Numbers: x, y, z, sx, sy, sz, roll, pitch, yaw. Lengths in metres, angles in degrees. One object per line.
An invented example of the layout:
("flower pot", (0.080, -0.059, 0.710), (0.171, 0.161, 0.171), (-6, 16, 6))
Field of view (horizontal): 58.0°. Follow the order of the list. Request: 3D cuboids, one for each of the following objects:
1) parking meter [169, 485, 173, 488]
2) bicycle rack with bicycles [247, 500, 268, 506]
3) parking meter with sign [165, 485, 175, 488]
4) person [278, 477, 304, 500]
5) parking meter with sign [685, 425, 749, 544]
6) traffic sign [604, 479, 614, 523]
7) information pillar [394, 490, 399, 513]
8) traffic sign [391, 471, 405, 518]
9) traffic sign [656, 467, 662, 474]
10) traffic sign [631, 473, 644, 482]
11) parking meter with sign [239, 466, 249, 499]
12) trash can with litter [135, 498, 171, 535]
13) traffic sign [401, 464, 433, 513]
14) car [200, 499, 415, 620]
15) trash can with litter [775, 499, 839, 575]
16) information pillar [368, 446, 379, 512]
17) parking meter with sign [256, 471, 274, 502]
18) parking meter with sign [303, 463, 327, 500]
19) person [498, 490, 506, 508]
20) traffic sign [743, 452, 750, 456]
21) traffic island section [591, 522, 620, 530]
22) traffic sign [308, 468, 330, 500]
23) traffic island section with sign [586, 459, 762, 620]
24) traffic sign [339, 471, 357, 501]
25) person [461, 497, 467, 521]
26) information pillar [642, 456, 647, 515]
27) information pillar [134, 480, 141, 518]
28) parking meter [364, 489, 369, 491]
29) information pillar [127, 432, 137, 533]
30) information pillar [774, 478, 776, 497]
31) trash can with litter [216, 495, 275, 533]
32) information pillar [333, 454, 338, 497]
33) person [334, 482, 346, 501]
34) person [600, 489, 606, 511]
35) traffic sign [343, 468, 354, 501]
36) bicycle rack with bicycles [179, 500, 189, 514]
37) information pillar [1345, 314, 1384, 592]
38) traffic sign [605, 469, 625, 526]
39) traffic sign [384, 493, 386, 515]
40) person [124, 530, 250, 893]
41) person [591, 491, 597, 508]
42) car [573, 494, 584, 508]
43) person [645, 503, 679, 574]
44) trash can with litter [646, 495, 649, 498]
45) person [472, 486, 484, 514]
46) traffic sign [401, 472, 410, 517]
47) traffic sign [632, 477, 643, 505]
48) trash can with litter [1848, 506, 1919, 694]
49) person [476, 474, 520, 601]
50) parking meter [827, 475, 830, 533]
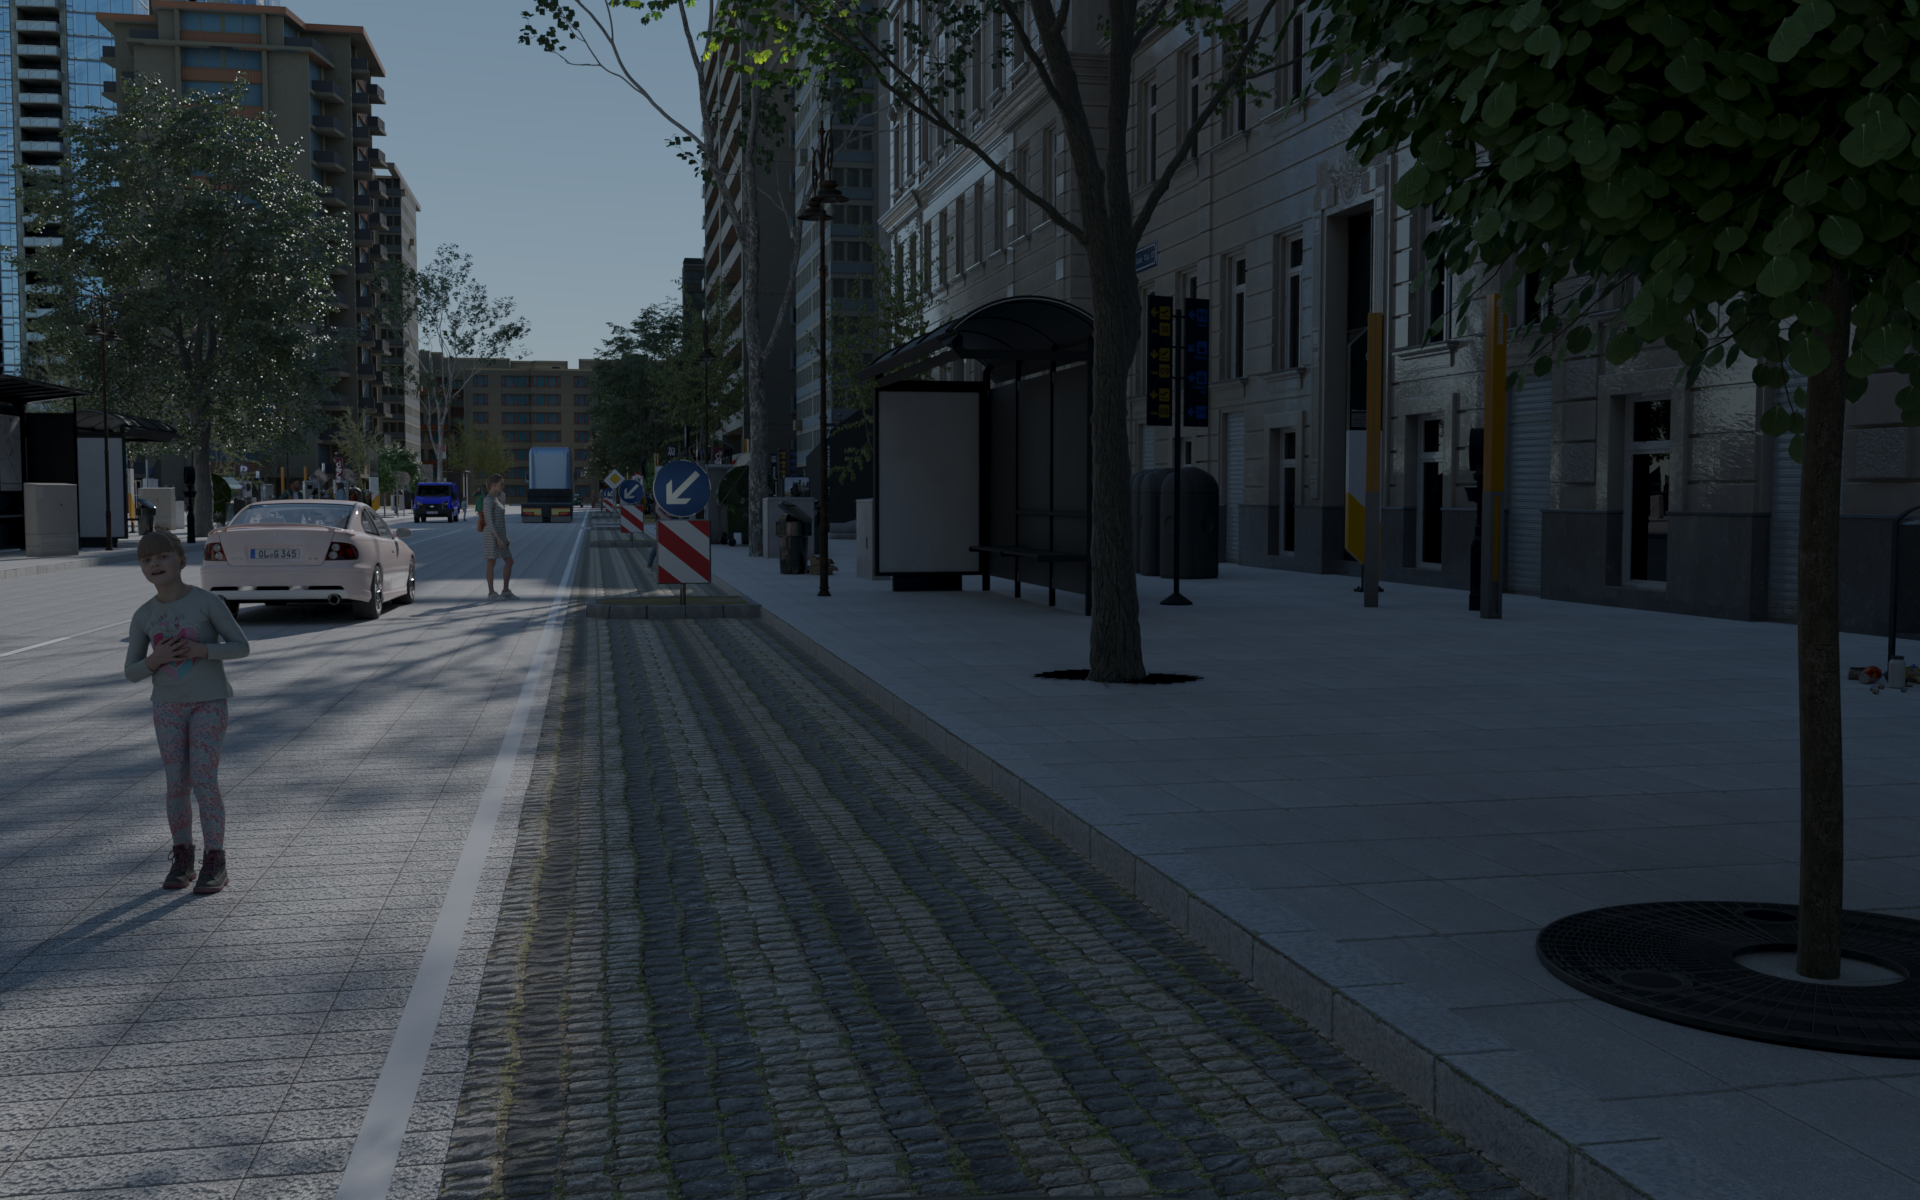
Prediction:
("parking meter", (-52.750, -6.735, 115.828), (0.255, 1.863, 0.399), (-1, 4, -19))
("bicycle rack with bicycles", (-41.128, -5.334, 100.591), (2.925, 0.926, 2.852), (0, 4, 8))
("parking meter with sign", (-63.481, -8.741, 139.179), (1.738, 3.016, 0.543), (-1, 4, -10))
("person", (-15.141, -1.896, 39.491), (0.794, 1.824, 0.713), (-3, 4, -38))
("parking meter with sign", (-6.120, -2.933, 44.214), (1.738, 3.016, 0.543), (-1, 4, -13))
("traffic sign", (-15.405, -4.482, 76.915), (0.795, 2.450, 0.064), (-1, 4, -12))
("information pillar", (-37.657, -6.803, 115.726), (0.304, 2.012, 0.304), (-1, 4, -8))
("traffic sign", (-30.744, -5.783, 94.650), (0.768, 2.556, 0.104), (-1, 4, -9))
("traffic sign", (-10.809, -3.737, 63.227), (0.606, 2.300, 0.079), (-1, 4, -10))
("traffic sign", (-19.244, -6.317, 103.386), (0.768, 2.556, 0.104), (0, 4, -6))
("parking meter with sign", (-43.717, -6.672, 105.340), (0.543, 3.016, 1.738), (-1, 4, -10))
("trash can with litter", (-25.070, -2.597, 53.852), (1.055, 1.170, 0.624), (0, 4, 6))
("traffic sign", (-37.358, -7.652, 118.977), (2.265, 3.308, 0.079), (0, 4, -5))
("car", (-7.802, -0.529, 21.008), (2.083, 1.381, 4.827), (-1, 4, -10))
("trash can with litter", (-2.433, -0.998, 27.702), (1.055, 1.170, 0.624), (2, 4, 26))
("information pillar", (-28.730, -5.719, 84.855), (0.183, 3.616, 0.504), (3, 4, 36))
("parking meter with sign", (-52.252, -8.235, 130.896), (0.543, 3.016, 1.738), (3, 4, 37))
("parking meter with sign", (-36.389, -6.157, 96.923), (1.738, 3.016, 0.543), (-3, 4, -38))
("person", (-37.318, -8.093, 141.019), (0.583, 1.804, 0.606), (1, 4, 16))
("traffic sign", (-6.484, -3.235, 53.005), (0.768, 2.556, 0.104), (0, 4, -5))
("traffic island section", (-15.383, -3.347, 76.997), (2.009, 0.180, 2.903), (-1, 4, -12))
("traffic sign", (-24.706, -3.864, 66.812), (0.795, 2.450, 0.064), (-1, 4, -12))
("traffic island section with sign", (-3.447, -0.734, 20.631), (1.989, 1.847, 2.006), (-1, 4, -12))
("traffic sign", (-26.361, -4.341, 74.624), (0.795, 2.450, 0.064), (-1, 4, -12))
("person", (-26.276, -4.840, 91.912), (0.425, 1.301, 0.394), (1, 4, 21))
("information pillar", (-19.605, -7.089, 107.266), (0.183, 3.616, 0.504), (1, 4, 11))
("information pillar", (-44.400, -5.444, 93.493), (0.304, 2.012, 0.304), (3, 4, 37))
("parking meter", (-29.393, -4.742, 85.943), (0.372, 1.533, 0.369), (0, 3, 0))
("information pillar", (-27.114, -3.993, 56.638), (0.183, 3.616, 0.504), (-1, 4, -14))
("information pillar", (-8.797, -4.683, 81.056), (0.304, 2.012, 0.304), (-3, 4, -39))
("trash can with litter", (-23.433, -2.719, 55.511), (1.678, 1.210, 2.233), (1, 4, 22))
("information pillar", (-36.061, -6.651, 100.098), (0.183, 3.616, 0.504), (0, 4, 7))
("person", (-18.544, -2.639, 51.904), (0.793, 1.790, 0.793), (3, 5, 43))
("person", (-27.789, -7.718, 134.869), (0.537, 1.800, 0.526), (-3, 5, -44))
("traffic sign", (-30.539, -5.263, 86.150), (0.768, 2.556, 0.104), (0, 4, -3))
("bicycle rack with bicycles", (-50.711, -5.939, 110.491), (2.925, 0.926, 2.852), (2, 4, 28))
("information pillar", (5.285, -1.911, 22.597), (0.504, 3.616, 0.183), (-1, 4, -14))
("traffic sign", (-13.750, -4.004, 69.103), (0.795, 2.450, 0.064), (-1, 4, -12))
("traffic sign", (-35.609, -6.549, 107.184), (0.768, 2.556, 0.104), (0, 4, -6))
("person", (-2.808, 0.396, 6.303), (0.425, 1.301, 0.394), (-1, 4, -22))
("person", (-36.380, -9.974, 172.123), (0.434, 1.755, 0.990), (-3, 5, -40))
("car", (-41.335, -10.632, 185.624), (2.131, 1.459, 4.920), (-1, 4, -11))
("person", (-5.257, -1.324, 30.734), (0.643, 1.750, 0.593), (1, 4, 22))
("trash can with litter", (-24.079, -7.345, 131.153), (2.233, 1.210, 1.678), (-3, 5, -44))
("person", (-22.741, -4.484, 82.055), (0.600, 1.795, 0.529), (1, 4, 12))
("traffic sign", (-31.571, -6.005, 98.281), (0.768, 2.556, 0.104), (-1, 4, -10))
("traffic sign", (-18.507, -5.953, 99.455), (0.606, 2.300, 0.079), (0, 4, -7))
("trash can with litter", (6.966, -0.035, 11.623), (2.233, 1.210, 1.678), (0, 4, 1))
("person", (-6.252, -0.845, 23.322), (0.522, 1.701, 0.512), (0, 4, -1))
("parking meter", (-3.792, -2.792, 51.363), (0.255, 1.863, 0.399), (0, 4, 6))
